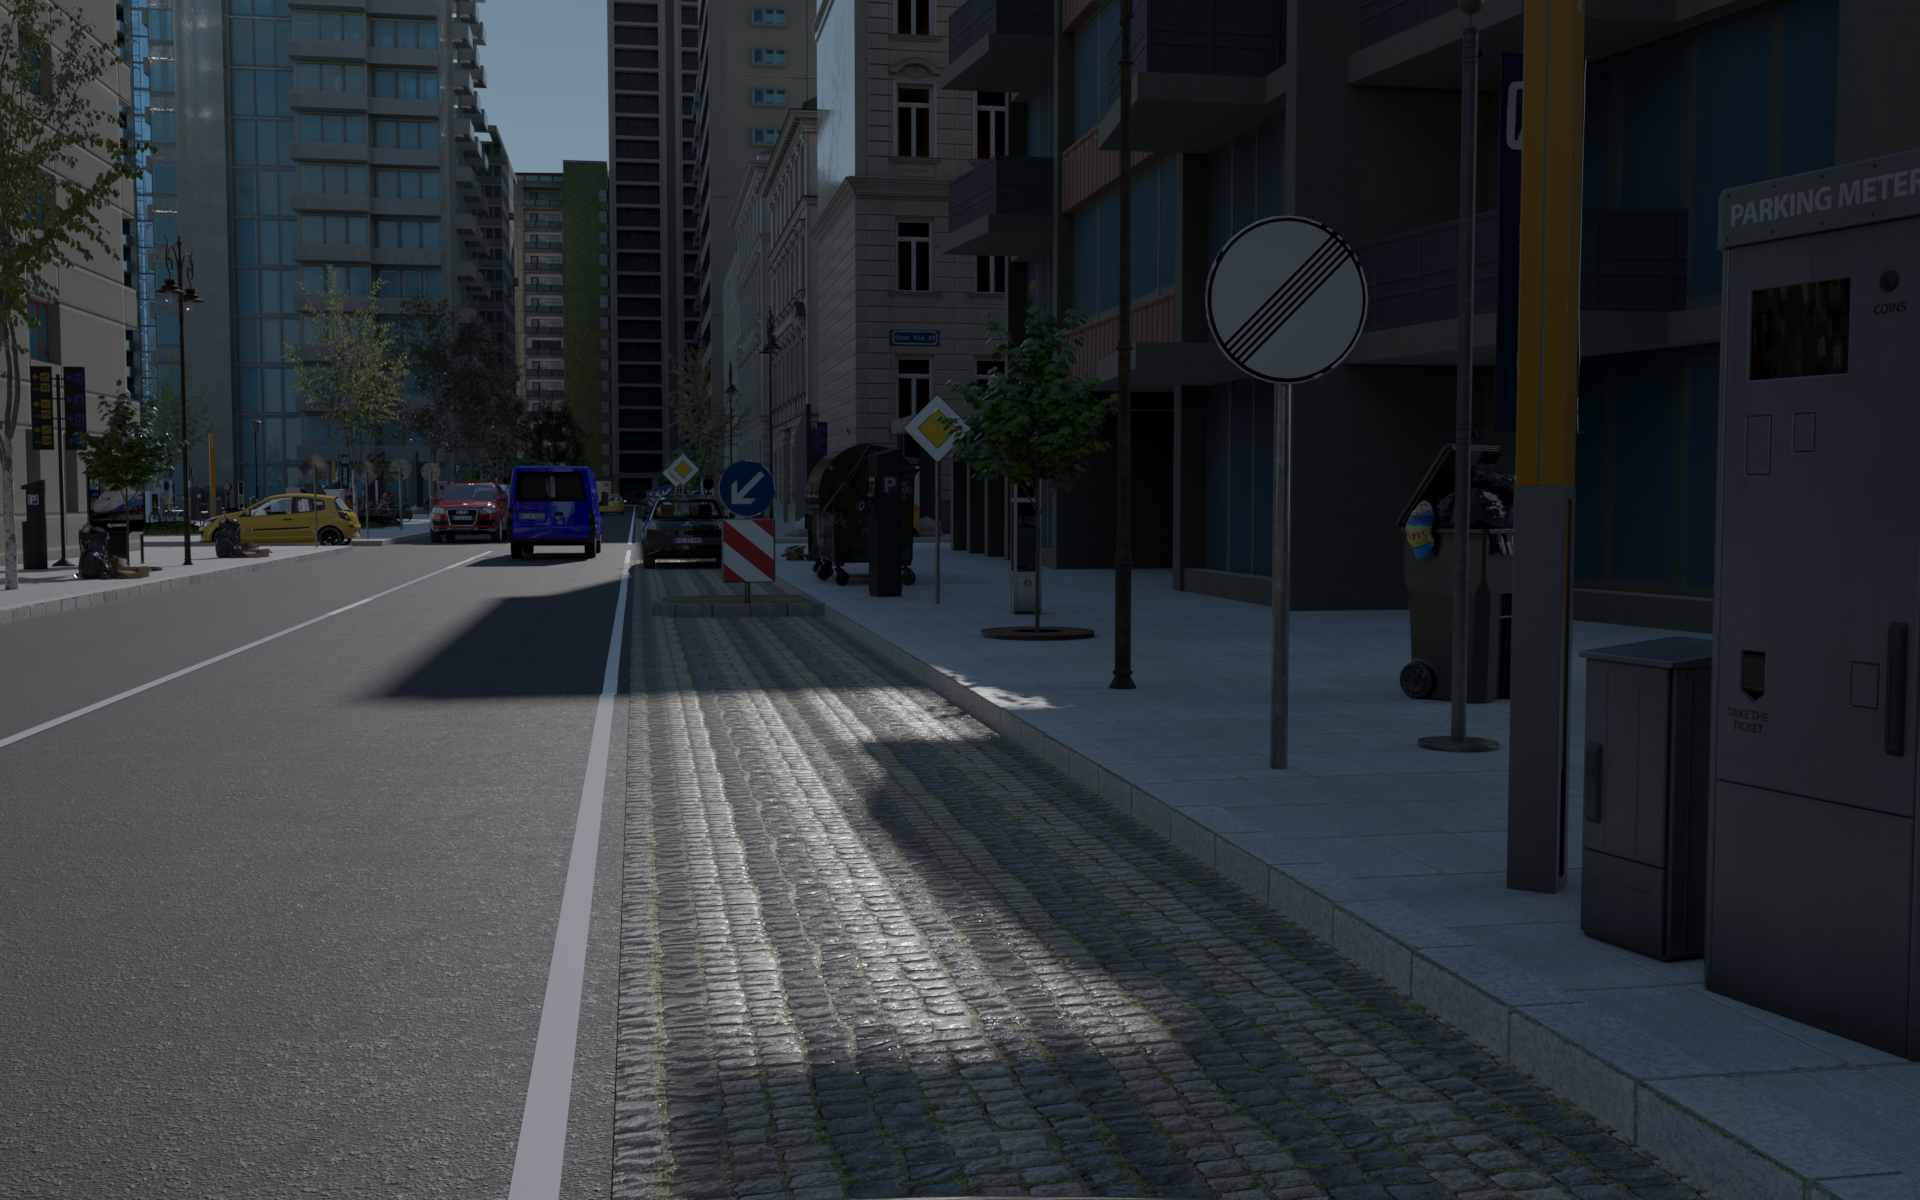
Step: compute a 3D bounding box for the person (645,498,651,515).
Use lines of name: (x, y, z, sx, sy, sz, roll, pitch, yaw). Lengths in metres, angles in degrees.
person: (-21.579, -6.479, 119.935, 0.738, 1.151, 1.012, 0, 4, 4)

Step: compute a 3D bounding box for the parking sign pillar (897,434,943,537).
parking sign pillar: (-1.239, -3.912, 52.429, 1.447, 3.967, 1.447, 0, 4, 4)

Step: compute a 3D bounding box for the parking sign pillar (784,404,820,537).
parking sign pillar: (-4.638, -3.921, 52.586, 1.447, 3.967, 1.447, -1, 4, -21)

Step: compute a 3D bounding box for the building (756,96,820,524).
building: (-3.201, -13.061, 78.178, 10.561, 19.102, 19.286, -1, 4, -11)

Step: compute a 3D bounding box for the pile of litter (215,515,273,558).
pile of litter: (-14.655, -1.311, 35.393, 1.176, 0.858, 1.719, 0, 4, -4)

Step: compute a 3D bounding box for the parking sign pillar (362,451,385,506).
parking sign pillar: (-36.336, -7.270, 107.334, 1.447, 3.967, 1.447, -2, 4, -35)

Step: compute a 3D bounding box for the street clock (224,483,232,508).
street clock: (-49.389, -6.869, 116.872, 0.471, 2.002, 0.358, 1, 4, 14)

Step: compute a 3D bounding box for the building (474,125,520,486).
building: (-57.515, -29.608, 175.976, 23.993, 40.220, 32.217, -1, 4, -11)

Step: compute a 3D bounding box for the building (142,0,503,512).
building: (-48.661, -31.481, 134.326, 23.786, 49.044, 30.456, -1, 4, -11)

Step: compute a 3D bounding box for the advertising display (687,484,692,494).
advertising display: (-15.698, -5.949, 102.478, 0.974, 1.923, 0.123, 1, 4, 17)

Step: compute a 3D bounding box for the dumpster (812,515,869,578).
dumpster: (-1.649, -1.309, 27.167, 1.264, 1.857, 1.865, -1, 4, -11)

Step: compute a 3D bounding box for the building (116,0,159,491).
building: (-85.352, -52.670, 173.821, 31.000, 86.520, 22.319, -1, 4, -11)

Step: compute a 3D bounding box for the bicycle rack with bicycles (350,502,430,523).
bicycle rack with bicycles: (-26.079, -3.973, 78.341, 2.925, 0.926, 2.852, 1, 4, 12)

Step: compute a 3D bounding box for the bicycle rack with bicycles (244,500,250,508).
bicycle rack with bicycles: (-44.933, -5.998, 111.449, 2.852, 0.926, 2.925, 2, 4, 32)

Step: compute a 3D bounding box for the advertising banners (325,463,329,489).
advertising banners: (-35.772, -6.170, 97.069, 0.090, 3.025, 2.074, 0, 4, 2)

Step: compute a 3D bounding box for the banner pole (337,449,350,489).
banner pole: (-34.462, -6.525, 96.700, 0.401, 3.779, 0.863, 3, 5, 40)

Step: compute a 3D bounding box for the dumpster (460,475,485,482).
dumpster: (-24.394, -5.165, 86.934, 1.502, 2.255, 1.985, -1, 4, -10)

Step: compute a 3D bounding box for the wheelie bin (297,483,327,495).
wheelie bin: (-18.097, -2.473, 48.336, 0.693, 1.594, 0.980, 2, 4, 24)

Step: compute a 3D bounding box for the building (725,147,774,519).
building: (-6.974, -16.070, 98.898, 11.583, 22.565, 21.152, -1, 4, -11)

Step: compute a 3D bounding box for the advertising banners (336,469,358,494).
advertising banners: (-42.775, -7.598, 120.413, 2.074, 3.025, 0.090, 1, 4, 19)

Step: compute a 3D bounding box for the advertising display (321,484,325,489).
advertising display: (-41.411, -6.516, 111.751, 0.974, 1.923, 0.123, -3, 4, -36)

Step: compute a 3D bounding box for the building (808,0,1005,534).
building: (7.546, -16.177, 61.750, 25.104, 27.353, 12.463, -1, 4, -11)

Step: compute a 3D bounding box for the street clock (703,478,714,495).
street clock: (-11.073, -4.383, 76.225, 0.471, 2.002, 0.358, -1, 4, -11)

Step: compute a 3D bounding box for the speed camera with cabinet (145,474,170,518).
speed camera with cabinet: (-43.705, -6.099, 94.046, 0.660, 3.252, 2.038, 0, 4, 4)

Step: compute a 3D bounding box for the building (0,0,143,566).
building: (-30.363, -10.871, 22.778, 28.899, 21.520, 27.650, -1, 4, -11)

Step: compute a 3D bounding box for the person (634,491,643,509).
person: (-31.899, -9.945, 171.928, 0.721, 1.723, 1.217, 2, 4, 35)

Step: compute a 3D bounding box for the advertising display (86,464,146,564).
advertising display: (-15.415, -1.617, 31.655, 0.974, 1.923, 0.123, -3, 5, -41)

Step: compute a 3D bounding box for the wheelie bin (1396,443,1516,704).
wheelie bin: (3.217, -0.182, 10.879, 0.980, 1.594, 0.693, -3, 5, -43)

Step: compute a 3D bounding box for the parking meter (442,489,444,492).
parking meter: (-22.535, -4.140, 76.094, 0.372, 1.533, 0.369, 0, 3, 0)

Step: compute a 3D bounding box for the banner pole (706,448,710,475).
banner pole: (-13.763, -6.400, 94.664, 0.401, 3.779, 0.863, -1, 4, -22)

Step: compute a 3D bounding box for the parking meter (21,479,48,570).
parking meter: (-15.760, -1.289, 29.482, 0.372, 1.533, 0.369, 0, 3, 0)

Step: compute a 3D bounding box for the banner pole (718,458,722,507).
banner pole: (-16.183, -7.771, 117.065, 0.401, 3.779, 0.863, 1, 4, 11)

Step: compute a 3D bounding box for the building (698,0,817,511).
building: (-10.495, -31.832, 144.151, 21.300, 48.544, 21.600, -1, 4, -11)

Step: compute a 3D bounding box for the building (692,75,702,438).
building: (-16.764, -34.502, 183.720, 23.786, 49.044, 30.456, -1, 4, -11)

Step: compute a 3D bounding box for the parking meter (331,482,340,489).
parking meter: (-31.291, -4.960, 86.807, 0.399, 1.863, 0.255, 2, 4, 35)

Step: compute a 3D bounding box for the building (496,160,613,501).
building: (-50.261, -32.448, 214.126, 14.086, 41.232, 14.154, -1, 4, -11)

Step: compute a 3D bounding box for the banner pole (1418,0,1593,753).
banner pole: (2.755, -1.144, 8.716, 0.863, 3.779, 0.401, -1, 4, -11)

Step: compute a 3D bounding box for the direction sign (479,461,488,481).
direction sign: (-32.740, -7.769, 119.022, 0.876, 3.537, 0.379, 3, 4, 38)

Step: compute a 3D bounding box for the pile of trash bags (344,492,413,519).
pile of trash bags: (-29.934, -4.826, 88.655, 1.912, 1.369, 3.447, 3, 5, 43)

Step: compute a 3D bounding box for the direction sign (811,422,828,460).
direction sign: (-4.548, -3.801, 54.151, 0.876, 3.537, 0.379, -2, 4, -27)

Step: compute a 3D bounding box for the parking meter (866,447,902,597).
parking meter: (-0.947, -0.975, 21.649, 0.399, 1.863, 0.255, -2, 4, -30)

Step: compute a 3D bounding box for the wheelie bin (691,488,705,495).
wheelie bin: (-12.921, -4.765, 85.821, 0.980, 1.594, 0.693, 2, 4, 27)

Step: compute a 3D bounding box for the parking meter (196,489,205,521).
parking meter: (-36.525, -4.580, 83.300, 0.372, 1.533, 0.369, 0, 3, 0)

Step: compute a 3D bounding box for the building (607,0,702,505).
building: (-33.699, -47.754, 219.021, 20.611, 71.187, 20.563, -1, 4, -11)

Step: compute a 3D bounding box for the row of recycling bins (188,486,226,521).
row of recycling bins: (-37.314, -4.806, 85.691, 1.069, 1.692, 3.534, 0, 4, -4)

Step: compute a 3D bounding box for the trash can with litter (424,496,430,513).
trash can with litter: (-35.604, -6.447, 116.794, 1.055, 1.170, 0.624, -1, 4, -18)

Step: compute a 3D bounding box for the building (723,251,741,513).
building: (-10.418, -16.088, 117.782, 10.420, 20.320, 16.860, -1, 4, -11)

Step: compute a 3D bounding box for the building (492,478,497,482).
building: (-64.078, -26.909, 211.659, 14.107, 30.474, 14.160, -1, 4, -11)

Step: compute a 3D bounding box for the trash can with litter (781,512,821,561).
trash can with litter: (-2.937, -1.342, 33.336, 1.055, 1.170, 0.624, 1, 4, 18)

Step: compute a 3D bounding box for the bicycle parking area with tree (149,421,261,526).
bicycle parking area with tree: (-30.163, -4.932, 67.646, 8.231, 4.147, 9.016, 1, 4, 14)

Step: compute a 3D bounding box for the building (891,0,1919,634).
building: (11.545, -22.806, 27.510, 22.147, 44.769, 28.867, -1, 4, -11)

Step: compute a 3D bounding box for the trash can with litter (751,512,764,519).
trash can with litter: (-8.104, -3.356, 65.931, 2.233, 1.210, 1.678, -2, 4, -27)

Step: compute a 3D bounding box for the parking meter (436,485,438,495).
parking meter: (-32.750, -6.284, 108.456, 0.255, 1.863, 0.399, 0, 4, -1)

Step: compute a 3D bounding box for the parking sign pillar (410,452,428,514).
parking sign pillar: (-34.697, -7.469, 110.589, 1.447, 3.967, 1.447, -2, 4, -35)

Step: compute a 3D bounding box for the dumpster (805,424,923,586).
dumpster: (-1.388, -1.374, 24.962, 1.502, 2.255, 1.985, -1, 4, -10)

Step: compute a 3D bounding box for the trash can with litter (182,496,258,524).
trash can with litter: (-26.216, -3.111, 61.919, 1.678, 1.210, 2.233, 2, 4, 34)

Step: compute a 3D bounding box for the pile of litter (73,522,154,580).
pile of litter: (-13.092, -0.780, 26.720, 1.176, 0.858, 1.719, -1, 4, -17)

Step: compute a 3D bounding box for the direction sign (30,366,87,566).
direction sign: (-15.977, -2.371, 30.770, 0.876, 3.537, 0.379, -1, 4, -17)
